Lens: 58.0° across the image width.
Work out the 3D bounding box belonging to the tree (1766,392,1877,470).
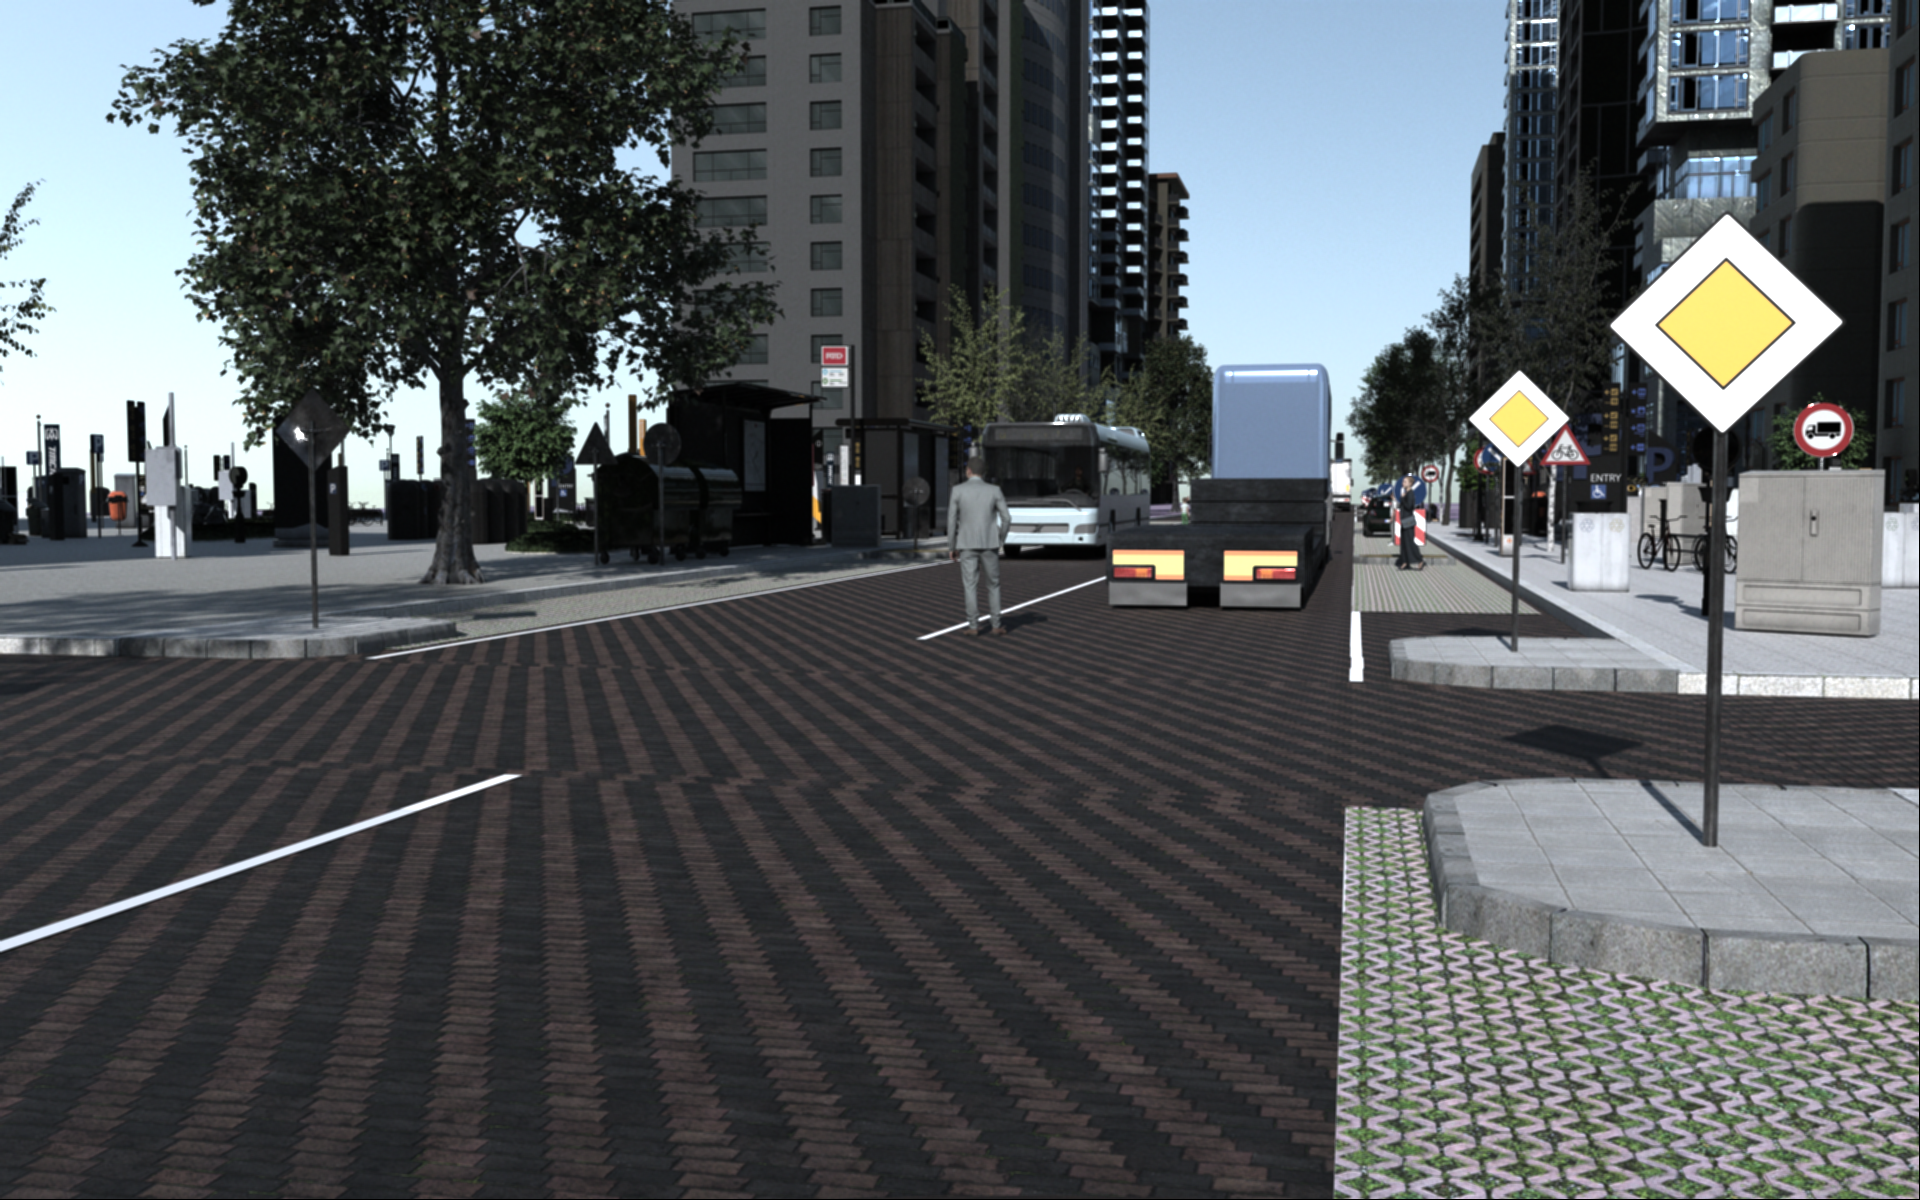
[{"bbox_3d":[27.650,-4.398,55.628,4.285,4.588,4.351,0,3,0],"label":"tree"}]

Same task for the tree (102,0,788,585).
[{"bbox_3d":[-7.309,-6.591,24.772,9.611,12.733,9.660,0,3,0],"label":"tree"}]

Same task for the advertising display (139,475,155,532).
[{"bbox_3d":[-26.811,-3.207,57.655,0.974,1.923,0.123,-1,4,-23],"label":"advertising display"}]

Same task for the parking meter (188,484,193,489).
[{"bbox_3d":[-44.998,-5.851,101.370,0.255,1.863,0.399,-2,4,-25],"label":"parking meter"}]

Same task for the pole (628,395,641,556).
[{"bbox_3d":[-6.724,-2.558,35.661,0.158,3.312,0.155,0,3,0],"label":"pole"}]

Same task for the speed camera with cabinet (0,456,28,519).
[{"bbox_3d":[-49.117,-5.874,90.381,2.038,3.252,0.660,0,4,-5],"label":"speed camera with cabinet"}]

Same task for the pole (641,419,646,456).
[{"bbox_3d":[-8.665,-3.276,47.402,0.158,3.312,0.155,0,3,0],"label":"pole"}]

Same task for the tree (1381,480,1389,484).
[{"bbox_3d":[52.629,-13.491,215.171,1.663,3.219,1.824,0,3,0],"label":"tree"}]

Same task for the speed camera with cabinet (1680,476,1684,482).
[{"bbox_3d":[29.483,-4.565,68.969,0.660,3.252,2.038,-2,4,-25],"label":"speed camera with cabinet"}]

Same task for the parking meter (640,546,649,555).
[{"bbox_3d":[-6.655,-1.897,36.734,0.255,1.863,0.399,-1,4,-9],"label":"parking meter"}]

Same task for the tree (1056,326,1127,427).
[{"bbox_3d":[4.690,-7.733,76.800,4.737,8.622,4.395,0,3,0],"label":"tree"}]

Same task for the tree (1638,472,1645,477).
[{"bbox_3d":[32.637,-5.321,81.594,1.663,3.219,1.824,0,3,0],"label":"tree"}]

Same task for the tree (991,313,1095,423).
[{"bbox_3d":[3.048,-7.329,70.199,4.360,8.622,3.978,0,3,0],"label":"tree"}]

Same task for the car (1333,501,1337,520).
[{"bbox_3d":[19.268,-5.109,93.318,2.009,1.686,4.222,1,4,15],"label":"car"}]

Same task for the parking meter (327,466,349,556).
[{"bbox_3d":[-12.987,-1.863,36.165,0.399,1.863,0.255,2,4,33],"label":"parking meter"}]

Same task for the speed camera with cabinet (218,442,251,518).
[{"bbox_3d":[-27.881,-4.417,66.551,0.660,3.252,2.038,0,4,-5],"label":"speed camera with cabinet"}]

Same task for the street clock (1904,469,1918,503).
[{"bbox_3d":[27.362,-2.770,49.863,0.358,2.002,0.471,1,4,16],"label":"street clock"}]

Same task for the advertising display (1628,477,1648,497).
[{"bbox_3d":[25.196,-3.635,64.648,0.974,1.923,0.123,-1,4,-11],"label":"advertising display"}]

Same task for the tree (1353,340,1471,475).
[{"bbox_3d":[30.310,-11.648,116.203,9.928,11.665,9.643,0,3,0],"label":"tree"}]

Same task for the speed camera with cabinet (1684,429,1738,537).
[{"bbox_3d":[23.238,-3.567,52.651,2.038,3.252,0.660,2,4,32],"label":"speed camera with cabinet"}]

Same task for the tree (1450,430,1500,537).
[{"bbox_3d":[15.559,-3.534,52.385,1.663,3.219,1.824,0,3,0],"label":"tree"}]

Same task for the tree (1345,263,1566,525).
[{"bbox_3d":[20.119,-8.322,70.479,8.767,10.594,7.601,-3,4,-38],"label":"tree"}]

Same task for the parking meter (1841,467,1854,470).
[{"bbox_3d":[19.089,-1.944,37.490,0.399,1.863,0.255,0,4,6],"label":"parking meter"}]

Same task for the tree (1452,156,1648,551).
[{"bbox_3d":[13.277,-5.406,38.743,4.360,8.622,3.978,0,3,0],"label":"tree"}]

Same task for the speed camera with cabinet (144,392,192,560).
[{"bbox_3d":[-15.691,-2.445,34.310,0.660,3.252,2.038,-1,4,-17],"label":"speed camera with cabinet"}]

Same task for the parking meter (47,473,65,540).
[{"bbox_3d":[-25.140,-2.597,48.169,0.399,1.863,0.255,3,4,36],"label":"parking meter"}]

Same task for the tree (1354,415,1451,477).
[{"bbox_3d":[44.357,-16.058,172.925,12.009,13.543,11.850,0,3,0],"label":"tree"}]

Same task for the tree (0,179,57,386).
[{"bbox_3d":[-18.670,-4.922,30.833,4.737,8.622,4.395,0,3,0],"label":"tree"}]

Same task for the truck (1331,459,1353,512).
[{"bbox_3d":[31.137,-9.453,143.466,2.839,4.237,11.283,1,4,12],"label":"truck"}]

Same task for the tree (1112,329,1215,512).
[{"bbox_3d":[15.029,-12.485,121.137,9.611,12.733,9.660,0,3,0],"label":"tree"}]

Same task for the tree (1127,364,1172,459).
[{"bbox_3d":[9.739,-9.077,98.766,4.737,8.622,4.395,0,3,0],"label":"tree"}]

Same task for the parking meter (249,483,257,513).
[{"bbox_3d":[-36.522,-5.124,89.480,0.255,1.863,0.399,-3,5,-42],"label":"parking meter"}]

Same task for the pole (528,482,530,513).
[{"bbox_3d":[-23.069,-6.029,92.419,0.158,3.312,0.155,0,3,0],"label":"pole"}]

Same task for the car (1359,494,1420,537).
[{"bbox_3d":[14.446,-2.956,58.118,2.009,1.686,4.222,1,4,11],"label":"car"}]

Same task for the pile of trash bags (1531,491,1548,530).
[{"bbox_3d":[21.111,-3.143,61.143,1.912,1.369,3.447,3,5,44],"label":"pile of trash bags"}]

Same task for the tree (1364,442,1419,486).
[{"bbox_3d":[56.653,-18.843,226.203,7.486,12.596,7.792,0,3,0],"label":"tree"}]

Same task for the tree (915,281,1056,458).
[{"bbox_3d":[0.624,-6.660,59.261,4.737,8.622,4.395,0,3,0],"label":"tree"}]

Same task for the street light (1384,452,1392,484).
[{"bbox_3d":[30.817,-9.169,122.448,1.470,5.913,1.316,1,4,13],"label":"street light"}]

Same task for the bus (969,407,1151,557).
[{"bbox_3d":[2.794,-2.914,42.503,2.948,3.499,13.247,1,4,11],"label":"bus"}]

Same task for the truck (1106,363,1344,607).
[{"bbox_3d":[5.107,-2.478,30.278,2.967,4.110,18.799,1,4,13],"label":"truck"}]

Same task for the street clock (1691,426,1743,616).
[{"bbox_3d":[7.944,-0.835,18.222,0.471,2.002,0.358,2,4,31],"label":"street clock"}]

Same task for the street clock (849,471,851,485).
[{"bbox_3d":[-3.487,-3.037,54.221,0.358,2.002,0.471,-1,4,-9],"label":"street clock"}]

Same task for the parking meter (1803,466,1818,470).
[{"bbox_3d":[17.750,-1.853,36.013,0.399,1.863,0.255,0,4,7],"label":"parking meter"}]

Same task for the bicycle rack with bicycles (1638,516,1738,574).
[{"bbox_3d":[12.668,-0.913,28.305,2.852,0.926,2.925,0,4,4],"label":"bicycle rack with bicycles"}]

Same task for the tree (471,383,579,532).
[{"bbox_3d":[-12.578,-4.051,49.948,4.285,4.588,4.351,0,3,0],"label":"tree"}]

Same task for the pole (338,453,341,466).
[{"bbox_3d":[-30.921,-5.669,86.524,0.158,3.312,0.155,0,3,0],"label":"pole"}]

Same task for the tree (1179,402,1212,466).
[{"bbox_3d":[24.064,-14.532,163.361,9.928,11.665,9.643,0,3,0],"label":"tree"}]

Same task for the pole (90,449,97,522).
[{"bbox_3d":[-39.595,-5.215,79.110,0.158,3.312,0.155,0,3,0],"label":"pole"}]

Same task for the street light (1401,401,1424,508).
[{"bbox_3d":[22.476,-6.947,86.126,1.470,5.913,1.316,1,4,13],"label":"street light"}]

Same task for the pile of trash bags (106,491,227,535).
[{"bbox_3d":[-25.087,-2.756,54.806,3.447,1.369,1.912,-2,4,-33],"label":"pile of trash bags"}]

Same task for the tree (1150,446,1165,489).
[{"bbox_3d":[11.028,-7.458,105.658,4.285,4.588,4.351,0,3,0],"label":"tree"}]

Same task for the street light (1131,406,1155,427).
[{"bbox_3d":[9.637,-7.302,91.934,1.470,5.913,1.316,1,4,13],"label":"street light"}]

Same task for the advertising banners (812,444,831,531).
[{"bbox_3d":[-4.516,-3.868,59.437,2.074,3.025,0.090,1,4,15],"label":"advertising banners"}]

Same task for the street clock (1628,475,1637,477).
[{"bbox_3d":[26.197,-3.850,67.517,0.358,2.002,0.471,-2,4,-29],"label":"street clock"}]

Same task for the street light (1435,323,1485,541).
[{"bbox_3d":[13.617,-4.563,47.140,1.470,5.913,1.316,1,4,13],"label":"street light"}]

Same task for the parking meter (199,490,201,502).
[{"bbox_3d":[-38.347,-4.813,87.101,0.372,1.533,0.369,0,3,0],"label":"parking meter"}]

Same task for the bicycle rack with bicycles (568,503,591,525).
[{"bbox_3d":[-15.142,-3.559,71.572,2.852,0.926,2.925,1,4,22],"label":"bicycle rack with bicycles"}]

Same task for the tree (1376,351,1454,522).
[{"bbox_3d":[22.088,-7.938,80.156,4.360,8.622,3.978,0,3,0],"label":"tree"}]
